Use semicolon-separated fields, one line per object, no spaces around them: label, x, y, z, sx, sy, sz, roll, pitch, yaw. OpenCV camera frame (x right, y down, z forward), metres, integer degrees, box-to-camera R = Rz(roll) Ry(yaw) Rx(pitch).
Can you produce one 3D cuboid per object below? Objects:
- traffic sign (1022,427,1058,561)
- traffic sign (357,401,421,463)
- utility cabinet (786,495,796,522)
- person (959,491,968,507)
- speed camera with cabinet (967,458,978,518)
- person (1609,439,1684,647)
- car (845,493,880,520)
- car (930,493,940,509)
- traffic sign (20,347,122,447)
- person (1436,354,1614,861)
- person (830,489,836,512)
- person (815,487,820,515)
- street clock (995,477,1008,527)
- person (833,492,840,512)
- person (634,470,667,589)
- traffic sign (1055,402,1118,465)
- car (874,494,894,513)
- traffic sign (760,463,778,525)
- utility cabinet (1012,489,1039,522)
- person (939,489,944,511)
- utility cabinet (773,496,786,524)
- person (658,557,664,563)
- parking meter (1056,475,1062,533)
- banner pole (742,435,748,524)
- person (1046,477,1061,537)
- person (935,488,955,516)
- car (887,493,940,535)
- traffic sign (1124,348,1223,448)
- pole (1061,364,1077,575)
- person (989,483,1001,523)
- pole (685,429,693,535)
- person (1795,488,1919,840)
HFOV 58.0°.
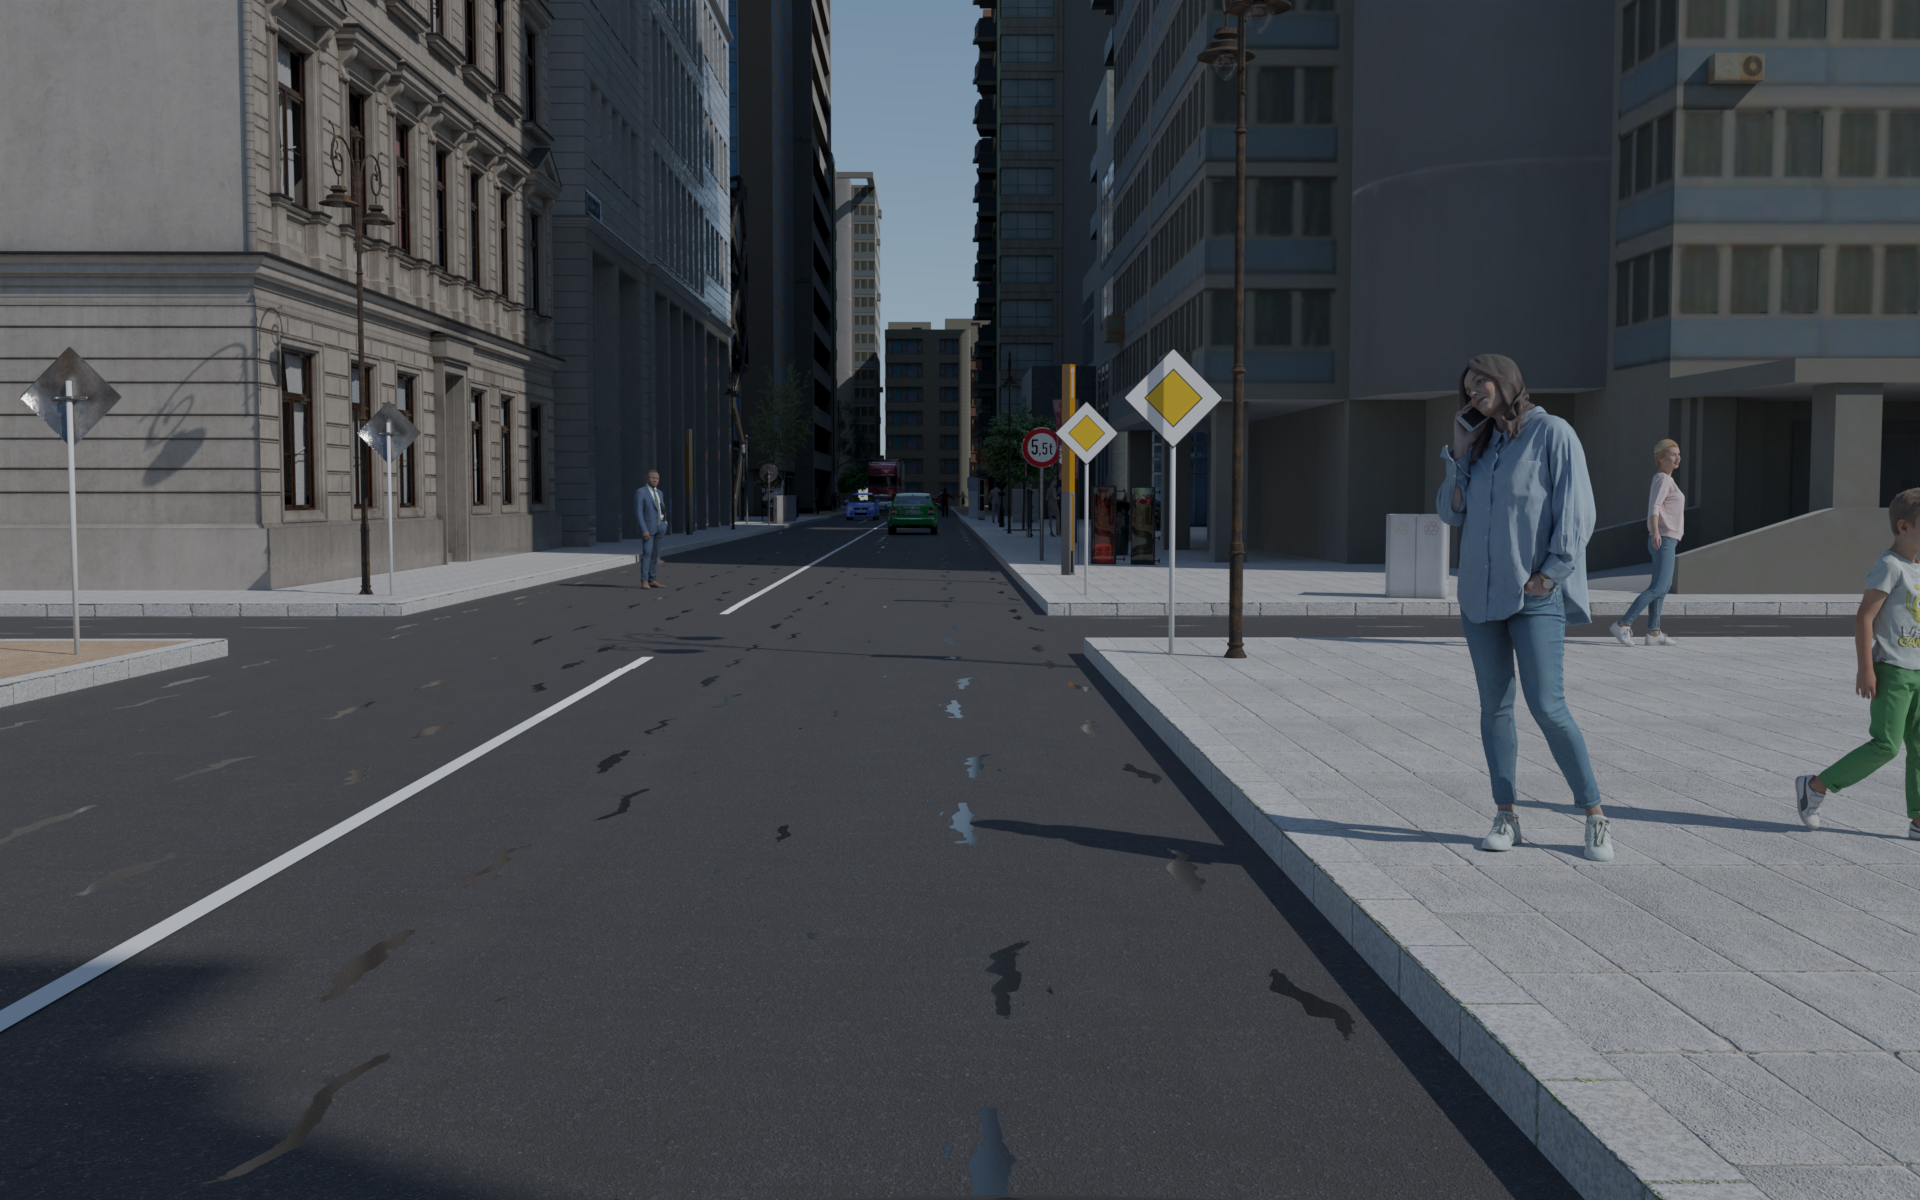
traffic sign;1.569;-2.024;33.202;0.768;2.556;0.104;0;4;3
traffic sign;-7.178;-1.198;21.774;0.795;2.593;0.064;0;4;-1
utility cabinet;-8.050;-4.300;81.461;0.306;1.237;1.020;1;4;20
person;0.362;-10.351;178.477;1.217;1.736;0.721;3;5;41
speed camera with cabinet;0.737;-6.047;93.212;0.660;3.252;2.038;0;4;-1
person;5.794;-0.480;14.566;0.598;1.740;0.731;1;4;8
car;-5.345;-5.243;95.306;1.945;1.707;3.694;0;4;0
car;-2.720;-9.588;165.811;2.155;1.783;4.494;0;4;1
traffic sign;-7.069;-0.709;13.790;0.795;2.593;0.064;0;4;-1
person;2.050;0.004;6.248;0.793;1.790;0.793;2;4;24
person;-9.148;-7.178;124.880;0.415;1.643;0.593;1;4;13
person;-8.979;-6.202;108.164;0.721;1.735;1.217;0;4;-2
street clock;1.614;-3.806;66.792;0.471;2.002;0.358;1;4;14
person;-9.066;-7.143;126.084;0.557;1.426;1.065;-3;5;-44
person;-4.722;-1.084;26.408;0.419;1.800;0.721;2;4;25
traffic sign;1.616;-1.204;21.873;0.795;2.593;0.064;0;4;-1
car;-5.483;-6.602;119.939;2.014;1.417;4.499;0;4;-1
traffic sign;-7.966;-4.405;72.129;0.768;2.556;0.104;0;4;4
utility cabinet;2.919;-4.191;77.195;1.173;1.500;0.318;0;4;4
person;-1.421;-8.428;146.158;0.599;1.838;0.709;-3;4;-38
utility cabinet;-7.934;-3.939;75.559;0.306;1.237;1.020;-1;4;-14
person;-6.280;-1.418;35.961;0.425;1.301;0.394;3;5;41
parking meter;3.210;-2.949;53.929;0.399;1.863;0.255;3;5;44
banner pole;-9.089;-5.088;73.204;0.401;3.779;0.863;1;4;11
person;2.845;-2.788;51.968;0.374;1.781;0.599;-2;4;-27
person;-0.956;-6.276;111.072;1.348;1.831;0.705;0;4;-2
car;-1.696;-3.298;62.724;1.959;1.807;4.718;0;4;-1
traffic sign;1.724;-0.715;13.888;0.795;2.593;0.064;0;4;-1
pole;1.708;-2.048;27.333;0.158;3.312;0.155;0;3;0
person;1.608;-4.360;77.606;0.678;1.792;0.850;1;4;12
pole;-8.487;-3.696;54.274;0.158;3.312;0.155;0;3;0
person;3.452;0.235;6.447;0.590;1.304;0.306;2;4;34
